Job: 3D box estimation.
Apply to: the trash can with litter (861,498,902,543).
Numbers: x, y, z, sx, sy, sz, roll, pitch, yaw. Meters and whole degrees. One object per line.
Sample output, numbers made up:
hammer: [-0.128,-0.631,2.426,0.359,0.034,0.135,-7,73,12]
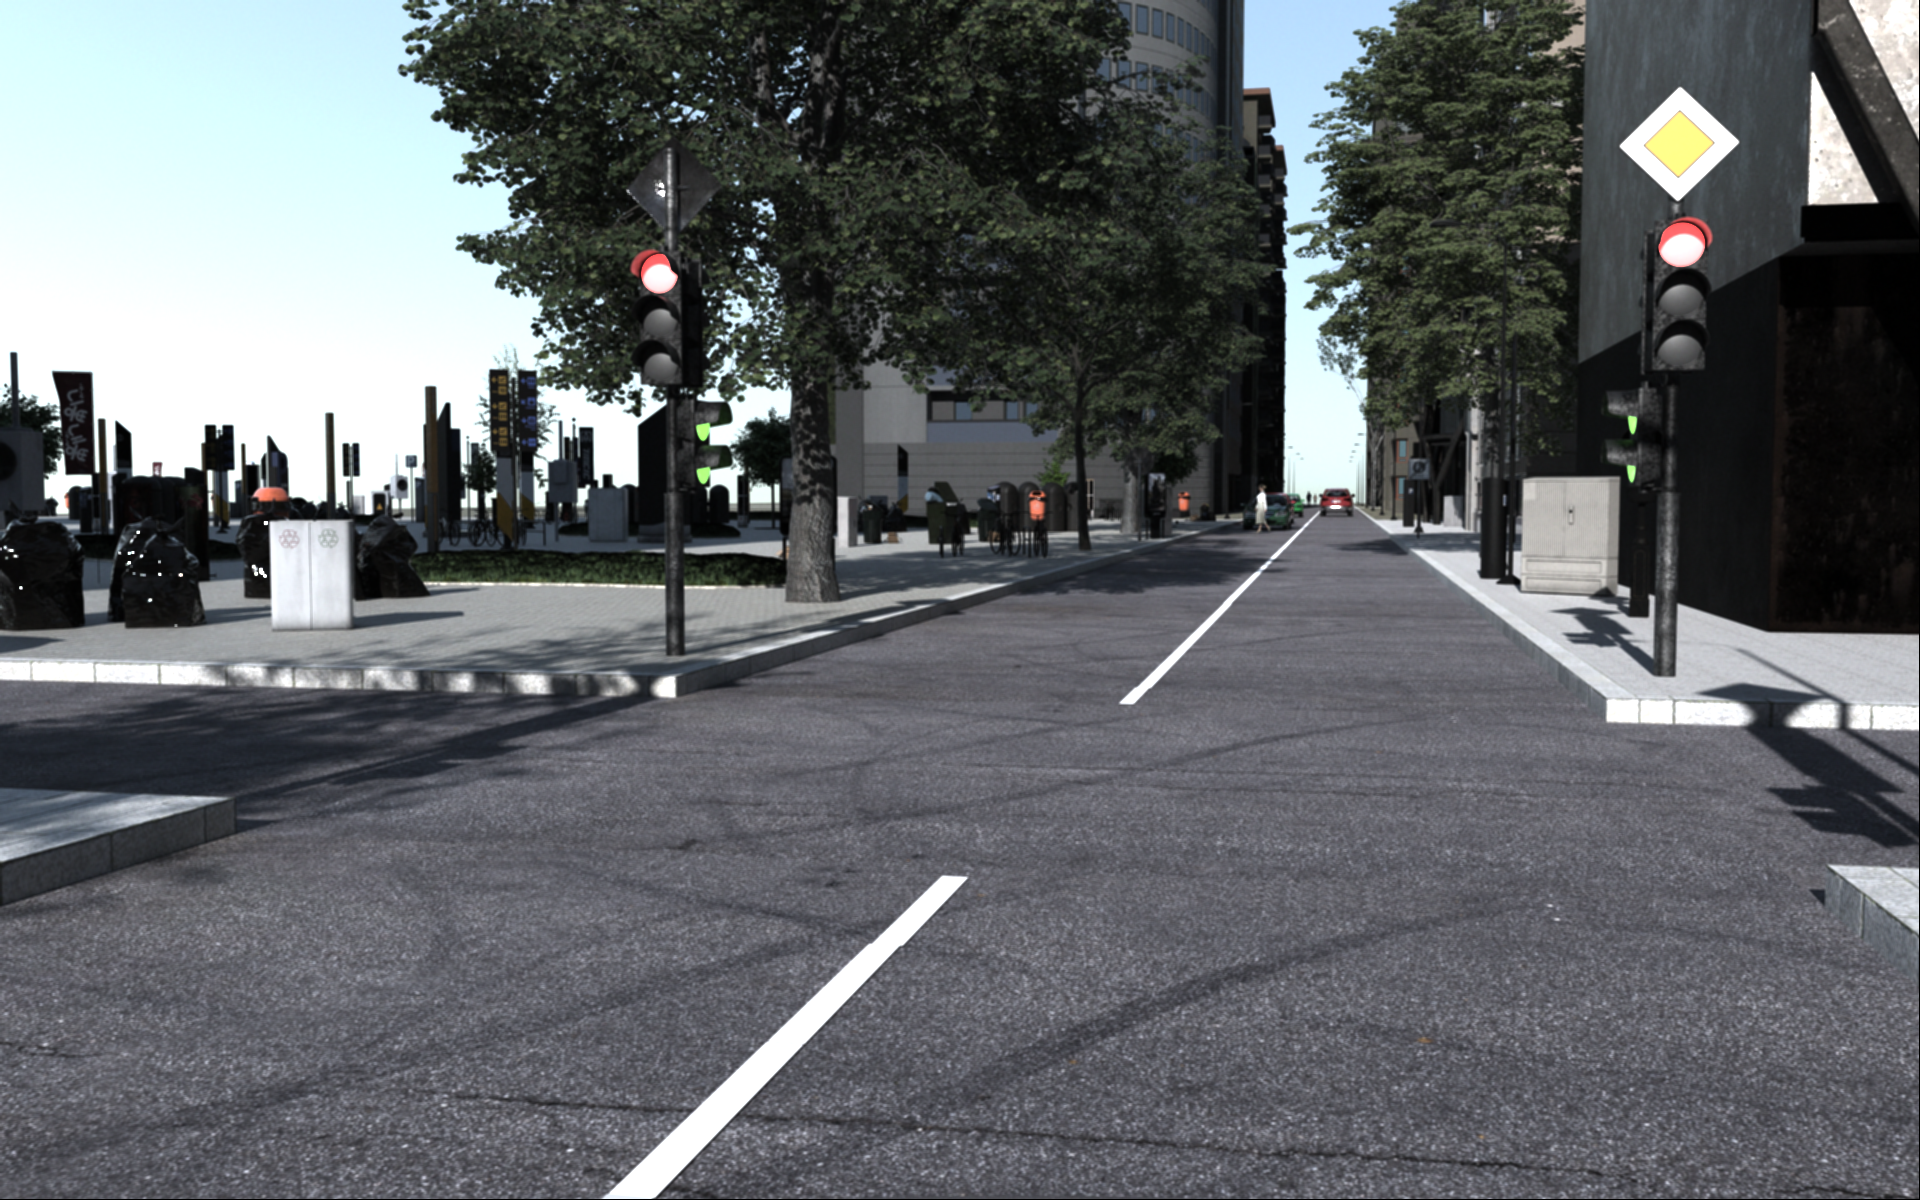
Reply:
trash can with litter: [-2.053,-2.072,45.265,1.055,1.170,0.624,-1,4,-9]

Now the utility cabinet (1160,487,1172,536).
utility cabinet: [6.098,-2.658,52.132,0.318,1.500,1.173,1,4,20]

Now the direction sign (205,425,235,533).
direction sign: [-24.173,-3.952,56.616,0.876,3.537,0.379,-1,4,-14]

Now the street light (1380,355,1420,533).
street light: [14.716,-5.195,57.480,1.470,5.913,1.316,1,4,12]

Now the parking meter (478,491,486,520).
parking meter: [-24.047,-4.810,87.058,0.372,1.533,0.369,0,3,0]

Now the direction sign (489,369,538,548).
direction sign: [-8.143,-2.426,31.666,0.876,3.537,0.379,-2,4,-33]

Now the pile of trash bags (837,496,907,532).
pile of trash bags: [-3.616,-2.998,58.768,3.447,1.369,1.912,-1,4,-23]

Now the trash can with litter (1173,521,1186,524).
trash can with litter: [8.692,-3.855,74.091,2.233,1.210,1.678,-1,4,-14]

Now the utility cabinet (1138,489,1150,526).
utility cabinet: [7.757,-3.725,69.587,1.173,1.500,0.318,2,4,25]

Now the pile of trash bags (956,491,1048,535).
pile of trash bags: [1.091,-2.765,54.963,3.447,1.369,1.912,1,4,14]

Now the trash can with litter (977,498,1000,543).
trash can with litter: [0.869,-2.131,46.223,0.624,1.170,1.055,-2,4,-25]

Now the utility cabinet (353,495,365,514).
utility cabinet: [-32.638,-5.070,94.061,1.020,1.237,0.306,2,4,35]

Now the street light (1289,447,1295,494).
street light: [31.939,-12.072,169.919,1.470,5.913,1.316,1,4,12]

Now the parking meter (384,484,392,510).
parking meter: [-31.951,-5.566,96.711,0.399,1.863,0.255,-3,4,-36]

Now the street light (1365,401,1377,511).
street light: [20.779,-6.880,85.027,1.470,5.913,1.316,1,4,12]

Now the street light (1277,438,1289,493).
street light: [26.437,-10.520,144.542,1.470,5.913,1.316,1,4,12]

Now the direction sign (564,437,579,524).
direction sign: [-15.423,-4.697,68.790,0.379,3.537,0.876,2,4,24]

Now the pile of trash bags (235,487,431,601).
pile of trash bags: [-8.247,-0.752,22.042,1.912,1.369,3.447,-3,5,-43]

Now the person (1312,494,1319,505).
person: [45.991,-12.990,224.149,0.557,1.426,1.065,-3,4,-36]

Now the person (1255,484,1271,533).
person: [11.098,-3.345,63.411,0.641,1.798,0.478,0,4,5]

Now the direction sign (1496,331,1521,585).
direction sign: [7.846,-1.994,24.593,0.379,3.537,0.876,1,4,15]

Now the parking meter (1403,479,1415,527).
parking meter: [17.598,-3.802,67.870,0.399,1.863,0.255,-1,4,-20]

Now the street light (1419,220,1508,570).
street light: [8.651,-3.478,29.413,1.470,5.913,1.316,1,4,12]

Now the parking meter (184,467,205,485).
parking meter: [-16.650,-1.958,37.732,0.399,1.863,0.255,2,4,28]

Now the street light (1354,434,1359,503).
street light: [31.143,-9.800,132.765,1.470,5.913,1.316,1,4,12]

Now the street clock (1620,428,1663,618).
street clock: [7.095,-0.824,18.037,0.471,2.002,0.358,2,4,25]

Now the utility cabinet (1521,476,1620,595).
utility cabinet: [7.766,-0.820,22.082,0.318,1.500,1.173,-3,5,-42]

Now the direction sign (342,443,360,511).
direction sign: [-27.000,-5.191,76.865,0.876,3.537,0.379,1,4,19]

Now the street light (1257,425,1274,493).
street light: [20.337,-8.791,116.275,1.470,5.913,1.316,1,4,12]

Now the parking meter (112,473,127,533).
parking meter: [-23.147,-2.570,47.734,0.399,1.863,0.255,3,4,36]

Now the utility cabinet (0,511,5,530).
utility cabinet: [-34.120,-3.106,61.938,0.306,1.237,1.020,1,4,15]

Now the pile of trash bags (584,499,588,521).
pile of trash bags: [-17.312,-4.557,84.259,1.912,1.369,3.447,-1,4,-10]

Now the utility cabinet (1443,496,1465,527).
utility cabinet: [19.346,-3.457,67.678,0.306,1.237,1.020,-2,4,-26]

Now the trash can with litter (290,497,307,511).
trash can with litter: [-22.985,-2.996,60.376,0.624,1.170,1.055,0,4,-3]

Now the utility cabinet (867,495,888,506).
utility cabinet: [-4.094,-4.586,86.149,1.020,1.237,0.306,-2,4,-33]

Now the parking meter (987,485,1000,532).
parking meter: [0.970,-2.517,49.559,0.372,1.533,0.369,0,3,0]

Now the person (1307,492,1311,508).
person: [37.176,-10.708,184.499,0.541,1.710,0.530,0,4,-6]

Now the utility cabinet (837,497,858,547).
utility cabinet: [-2.744,-1.908,42.361,0.306,1.237,1.020,1,4,9]

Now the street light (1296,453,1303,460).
street light: [38.145,-13.784,197.901,1.470,5.913,1.316,1,4,12]

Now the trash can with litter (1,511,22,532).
trash can with litter: [-30.942,-2.734,56.082,1.055,1.170,0.624,-2,4,-28]

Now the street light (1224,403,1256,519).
street light: [14.230,-7.095,88.544,1.470,5.913,1.316,1,4,12]

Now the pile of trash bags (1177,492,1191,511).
pile of trash bags: [9.849,-4.612,85.156,3.447,1.369,1.912,3,5,41]

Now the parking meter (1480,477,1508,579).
parking meter: [8.104,-1.093,26.277,0.372,1.533,0.369,0,3,0]

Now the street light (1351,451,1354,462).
street light: [37.160,-11.488,160.363,1.470,5.913,1.316,1,4,12]

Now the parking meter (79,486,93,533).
parking meter: [-28.795,-2.975,57.051,0.372,1.533,0.369,0,3,0]

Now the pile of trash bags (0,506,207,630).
pile of trash bags: [-9.218,-0.443,16.998,3.447,1.369,1.912,-1,4,-16]

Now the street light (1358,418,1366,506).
street light: [25.138,-8.118,105.277,1.470,5.913,1.316,1,4,12]
